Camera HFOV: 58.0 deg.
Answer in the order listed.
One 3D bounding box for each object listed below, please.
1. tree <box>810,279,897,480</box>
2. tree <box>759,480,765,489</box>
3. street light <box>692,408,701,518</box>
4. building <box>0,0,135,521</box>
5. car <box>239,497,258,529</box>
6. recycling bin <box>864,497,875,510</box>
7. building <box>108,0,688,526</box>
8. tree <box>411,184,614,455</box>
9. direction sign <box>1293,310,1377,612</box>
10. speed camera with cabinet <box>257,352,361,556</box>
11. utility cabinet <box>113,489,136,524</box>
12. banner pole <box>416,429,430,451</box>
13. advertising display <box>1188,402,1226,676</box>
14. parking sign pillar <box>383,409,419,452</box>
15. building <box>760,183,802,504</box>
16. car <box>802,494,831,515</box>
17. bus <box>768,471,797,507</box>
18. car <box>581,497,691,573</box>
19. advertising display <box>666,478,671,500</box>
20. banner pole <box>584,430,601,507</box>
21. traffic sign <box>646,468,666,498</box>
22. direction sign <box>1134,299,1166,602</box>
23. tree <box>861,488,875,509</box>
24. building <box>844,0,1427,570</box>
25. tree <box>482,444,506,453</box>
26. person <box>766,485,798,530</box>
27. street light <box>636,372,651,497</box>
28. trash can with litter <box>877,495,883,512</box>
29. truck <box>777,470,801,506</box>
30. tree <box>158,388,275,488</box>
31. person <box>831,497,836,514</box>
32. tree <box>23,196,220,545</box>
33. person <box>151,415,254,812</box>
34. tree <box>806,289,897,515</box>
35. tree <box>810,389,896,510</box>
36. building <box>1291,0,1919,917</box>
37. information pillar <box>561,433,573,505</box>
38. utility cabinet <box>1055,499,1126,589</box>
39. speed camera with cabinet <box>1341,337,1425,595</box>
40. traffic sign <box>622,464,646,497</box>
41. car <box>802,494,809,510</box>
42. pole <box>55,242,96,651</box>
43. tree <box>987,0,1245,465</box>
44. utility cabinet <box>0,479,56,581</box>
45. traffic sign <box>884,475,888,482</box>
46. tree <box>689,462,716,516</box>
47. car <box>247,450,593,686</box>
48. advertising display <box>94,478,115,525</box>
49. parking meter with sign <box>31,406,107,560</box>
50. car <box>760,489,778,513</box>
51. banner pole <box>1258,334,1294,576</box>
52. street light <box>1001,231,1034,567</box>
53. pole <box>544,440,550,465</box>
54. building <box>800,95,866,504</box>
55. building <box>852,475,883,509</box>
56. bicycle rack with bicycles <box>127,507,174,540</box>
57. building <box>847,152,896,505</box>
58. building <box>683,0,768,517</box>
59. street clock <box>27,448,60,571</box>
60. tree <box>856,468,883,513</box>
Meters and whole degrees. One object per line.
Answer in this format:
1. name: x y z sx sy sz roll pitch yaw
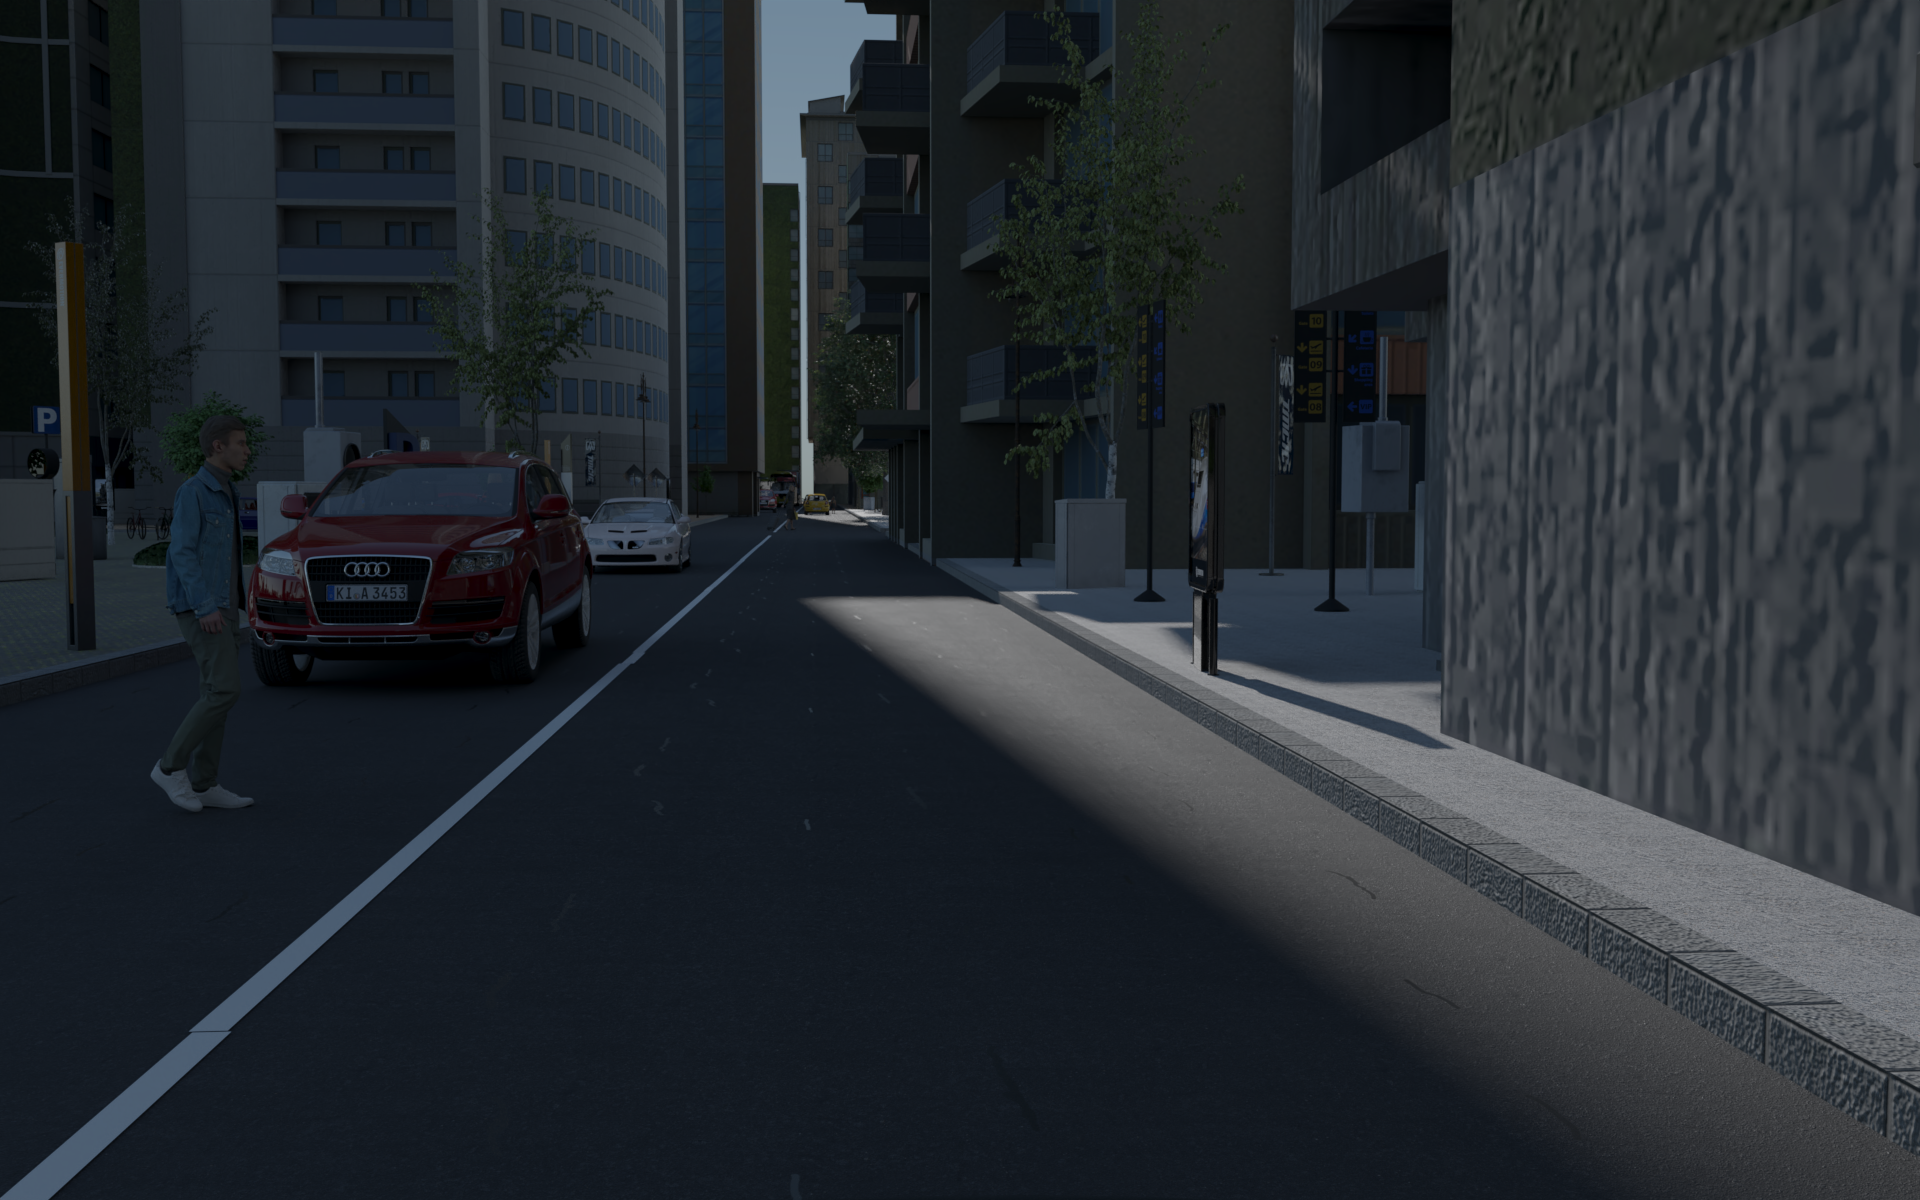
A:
1. tree: -2.864 -10.246 84.527 9.611 12.733 9.660 0 3 0
2. tree: -23.541 -12.575 200.196 1.663 3.219 1.824 0 3 0
3. street light: -14.181 -7.380 93.458 0.468 5.910 1.993 0 4 -5
4. building: -47.032 -38.746 71.756 20.611 71.187 20.563 0 4 -5
5. car: -24.886 -2.996 61.569 3.894 1.354 1.945 0 4 -3
6. recycling bin: -7.264 -7.730 138.932 0.722 1.027 0.722 2 4 24
7. building: -24.800 -33.026 81.976 21.231 58.520 28.212 0 4 -5
8. tree: -10.301 -5.510 40.455 4.737 8.622 4.395 0 3 0
9. direction sign: 4.079 -1.645 18.896 0.876 3.537 0.379 1 4 8
10. speed camera with cabinet: -8.828 -1.789 23.579 0.660 3.252 2.038 0 4 5
11. utility cabinet: -35.580 -3.976 73.689 0.318 1.500 1.173 2 4 31
12. banner pole: -20.670 -4.685 66.623 0.863 3.779 0.401 2 4 27
13. advertising display: 1.790 -0.453 12.620 0.123 1.923 0.974 0 4 0
14. parking sign pillar: -17.742 -4.081 55.188 1.447 3.967 1.447 1 4 23
15. building: -28.110 -33.396 229.611 14.086 41.232 14.154 0 4 -5
16. car: -9.876 -6.666 119.207 2.015 1.641 3.980 0 4 -6
17. bus: -19.334 -12.119 189.699 2.896 3.916 12.252 0 4 -4
18. car: -6.134 -1.259 32.946 2.083 1.381 4.827 0 4 -5
19. advertising display: -11.918 -4.013 70.825 0.123 1.923 0.974 0 4 -6
20. banner pole: -14.405 -4.786 68.275 0.863 3.779 0.401 1 4 13
21. traffic sign: -11.533 -3.800 65.773 0.795 2.450 0.064 0 4 -5
22. direction sign: 2.270 -1.751 20.633 0.379 3.537 0.876 -1 4 -14
23. tree: -7.914 -9.414 148.512 1.663 3.219 1.824 0 3 0
24. building: 8.335 -23.708 42.245 22.147 44.769 28.867 0 4 -5
25. tree: -17.936 -4.398 66.507 1.663 3.219 1.824 0 3 0
26. person: -7.017 -3.667 68.667 1.509 1.804 0.699 -3 5 -40
27. street light: -12.024 -5.696 65.923 0.468 5.910 1.993 0 4 -5
28. trash can with litter: -5.009 -6.862 123.248 2.233 1.210 1.678 0 4 5
29. truck: -20.207 -13.154 203.986 2.839 4.237 11.283 0 4 -3
30. tree: -23.122 -4.291 53.869 4.285 4.588 4.351 0 3 0
31. person: -9.167 -6.845 125.084 0.362 1.253 0.373 0 4 -4
32. tree: -21.295 -5.706 43.657 4.360 8.622 3.978 0 3 0
33. person: -3.414 0.063 7.817 0.444 1.785 0.601 0 4 0
34. tree: -4.299 -12.061 103.858 9.857 13.997 8.962 0 3 0
35. tree: -8.408 -13.217 141.847 9.928 11.665 9.643 0 3 0
36. building: 9.400 -14.638 11.033 14.160 30.474 14.107 0 4 -5
37. information pillar: -15.148 -4.612 66.765 0.504 3.616 0.183 2 4 27
38. utility cabinet: 1.785 -0.769 23.731 1.020 1.237 0.306 -2 4 -34
39. speed camera with cabinet: 5.953 -1.708 22.258 2.038 3.252 0.660 -1 4 -15
40. traffic sign: -10.876 -3.313 57.815 0.795 2.450 0.064 0 4 -5
41. car: -13.690 -9.237 160.810 2.009 1.686 4.222 0 4 -4
42. pole: -7.233 -1.243 14.163 0.158 3.312 0.155 0 3 0
43. tree: 2.240 -4.612 25.772 4.737 8.622 4.395 0 3 0
44. utility cabinet: -13.994 -1.039 25.665 0.318 1.500 1.173 1 4 14
45. traffic sign: -2.517 -3.844 66.494 0.795 2.450 0.064 0 4 -5
46. tree: -15.263 -6.703 104.192 1.663 3.219 1.824 0 3 0
47. car: -4.381 -0.369 14.714 2.281 1.827 5.304 0 4 -5
48. advertising display: -35.119 -4.032 71.135 0.974 1.923 0.123 1 4 22
49. parking meter with sign: -17.452 -2.310 34.037 1.738 3.016 0.543 2 4 31
50. car: -15.087 -7.598 132.902 2.281 1.827 5.304 0 4 -6
51. banner pole: 5.065 -2.285 27.382 0.401 3.779 0.863 3 5 41
52. street light: 1.012 -3.525 30.428 0.468 5.910 1.993 0 4 -5
53. pole: -15.603 -4.387 65.571 0.158 3.312 0.155 0 3 0
54. building: -7.965 -39.676 237.934 27.495 52.752 28.713 0 4 -5
55. building: 3.799 -19.613 165.709 27.650 21.520 28.899 0 4 -5
56. bicycle rack with bicycles: -22.094 -2.181 49.037 2.852 0.926 2.925 -3 4 -36
57. building: -6.650 -32.214 210.292 14.154 41.232 14.086 0 4 -5
58. building: -19.928 -28.252 112.030 14.600 45.320 14.200 0 4 -5
59. street clock: -14.514 -1.401 27.472 0.471 2.002 0.358 2 4 25
60. tree: -6.406 -9.214 134.363 4.285 4.588 4.351 0 3 0
